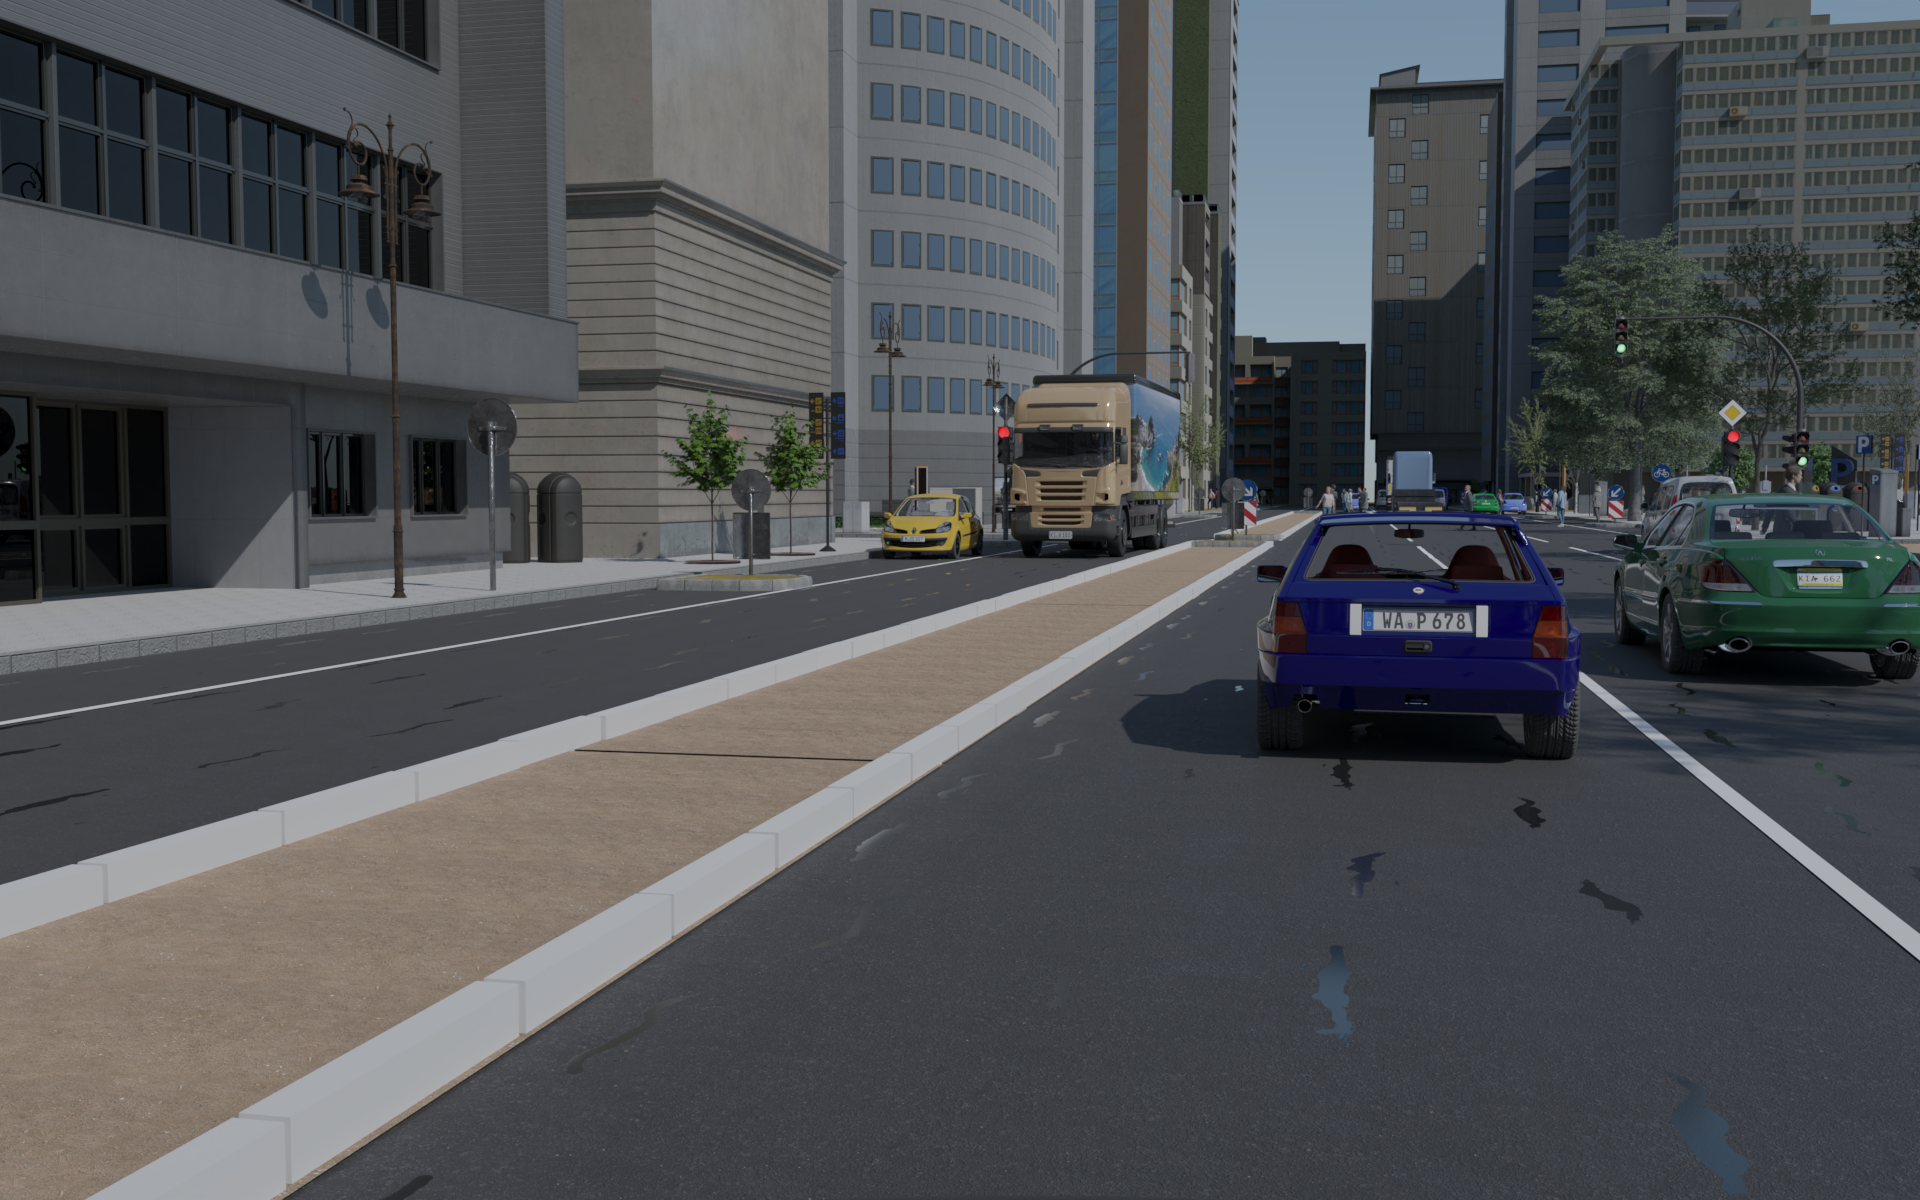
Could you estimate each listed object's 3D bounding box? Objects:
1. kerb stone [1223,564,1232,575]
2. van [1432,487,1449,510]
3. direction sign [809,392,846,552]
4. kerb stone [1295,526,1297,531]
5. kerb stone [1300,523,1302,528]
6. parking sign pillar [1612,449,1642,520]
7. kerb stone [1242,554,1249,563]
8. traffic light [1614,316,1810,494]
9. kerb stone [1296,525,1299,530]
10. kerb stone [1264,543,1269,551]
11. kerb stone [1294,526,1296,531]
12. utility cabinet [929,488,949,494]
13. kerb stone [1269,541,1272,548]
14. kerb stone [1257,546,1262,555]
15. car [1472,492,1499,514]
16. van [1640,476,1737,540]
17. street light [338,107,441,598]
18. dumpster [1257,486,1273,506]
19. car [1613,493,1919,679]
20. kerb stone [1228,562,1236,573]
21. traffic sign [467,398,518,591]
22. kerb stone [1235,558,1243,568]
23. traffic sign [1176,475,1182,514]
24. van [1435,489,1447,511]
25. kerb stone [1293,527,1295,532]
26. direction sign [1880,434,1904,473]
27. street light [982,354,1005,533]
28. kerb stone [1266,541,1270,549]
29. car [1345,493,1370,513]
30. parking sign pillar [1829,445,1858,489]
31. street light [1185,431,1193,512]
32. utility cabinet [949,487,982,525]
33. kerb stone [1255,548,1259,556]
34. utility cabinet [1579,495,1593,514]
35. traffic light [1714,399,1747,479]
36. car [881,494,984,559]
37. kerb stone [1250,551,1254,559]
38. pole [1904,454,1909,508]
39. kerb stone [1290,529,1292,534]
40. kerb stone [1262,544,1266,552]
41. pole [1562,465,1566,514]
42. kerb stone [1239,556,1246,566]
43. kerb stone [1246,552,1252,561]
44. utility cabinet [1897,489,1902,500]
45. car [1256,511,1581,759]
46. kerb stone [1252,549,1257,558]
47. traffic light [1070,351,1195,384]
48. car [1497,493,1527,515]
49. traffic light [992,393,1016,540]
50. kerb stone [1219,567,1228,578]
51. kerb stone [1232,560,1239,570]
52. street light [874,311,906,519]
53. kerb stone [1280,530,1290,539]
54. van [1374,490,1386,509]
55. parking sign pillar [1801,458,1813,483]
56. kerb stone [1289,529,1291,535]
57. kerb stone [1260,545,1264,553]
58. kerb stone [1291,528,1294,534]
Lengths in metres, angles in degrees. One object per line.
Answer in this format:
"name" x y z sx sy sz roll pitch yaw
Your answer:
"kerb stone" 4.579 -0.481 30.069 0.120 0.150 1.000 1 4 13
"van" 43.781 -9.460 159.048 2.240 2.365 5.245 1 4 13
"direction sign" -2.954 -2.850 38.601 0.876 3.537 0.379 1 4 19
"kerb stone" 12.393 -2.586 64.573 0.120 0.150 1.000 1 4 13
"kerb stone" 13.755 -2.959 70.596 0.120 0.150 1.000 1 4 13
"parking sign pillar" 33.681 -6.047 87.347 1.447 3.967 1.447 2 4 30
"kerb stone" 5.712 -0.785 35.068 0.120 0.150 1.000 1 4 13
"traffic light" 19.096 -4.246 44.098 4.771 5.953 1.251 1 4 13
"kerb stone" 12.840 -2.714 66.575 0.120 0.150 1.000 1 4 13
"kerb stone" 7.527 -1.276 43.066 0.120 0.150 1.000 1 4 13
"kerb stone" 12.167 -2.530 63.575 0.120 0.150 1.000 1 4 13
"utility cabinet" -0.499 -3.171 60.524 1.173 1.500 0.318 -1 4 -9
"kerb stone" 7.966 -1.398 45.068 0.120 0.150 1.000 1 4 13
"kerb stone" 6.835 -1.093 40.061 0.120 0.150 1.000 1 4 13
"car" 34.408 -6.436 114.025 1.959 1.807 4.718 1 4 12
"van" 17.557 -2.123 41.716 2.013 2.044 4.112 1 4 12
"street light" -6.934 -2.963 21.239 0.468 5.910 1.993 1 4 13
"dumpster" 32.881 -11.157 187.374 1.985 2.255 1.502 1 4 14
"car" 6.868 -0.197 15.020 2.131 1.459 4.920 1 4 13
"kerb stone" 4.810 -0.542 31.065 0.120 0.150 1.000 1 4 13
"traffic sign" -6.206 -1.397 22.941 0.768 2.556 0.104 1 4 18
"kerb stone" 5.256 -0.664 33.060 0.120 0.150 1.000 1 4 13
"traffic sign" 14.012 -6.854 112.171 0.768 2.556 0.104 1 4 20
"van" 40.812 -8.667 148.713 2.013 2.044 4.112 1 4 12
"kerb stone" 11.943 -2.470 62.578 0.120 0.150 1.000 1 4 13
"direction sign" 34.971 -4.468 65.042 0.876 3.537 0.379 0 4 -2
"street light" 1.111 -5.156 57.090 0.468 5.910 1.993 1 4 13
"kerb stone" 7.749 -1.338 44.065 0.120 0.150 1.000 1 4 13
"car" 30.400 -7.532 132.733 1.945 1.707 3.694 1 4 12
"parking sign pillar" 48.209 -6.487 94.531 1.447 3.967 1.447 3 5 39
"street light" 16.441 -9.254 124.089 0.468 5.910 1.993 1 4 13
"utility cabinet" 0.230 -2.996 57.664 0.318 1.500 1.173 -3 5 -41
"kerb stone" 6.609 -1.025 39.058 0.120 0.150 1.000 1 4 13
"utility cabinet" 41.127 -6.264 113.584 0.306 1.237 1.020 -3 5 -42
"traffic light" 22.921 -3.831 51.565 0.839 4.253 0.868 1 4 13
"car" -0.611 -1.791 39.510 2.015 1.641 3.980 1 4 12
"kerb stone" 6.156 -0.909 37.064 0.120 0.150 1.000 1 4 13
"pole" 48.399 -5.794 88.573 0.158 3.312 0.155 0 3 0
"kerb stone" 11.260 -2.287 59.588 0.120 0.150 1.000 1 4 13
"kerb stone" 7.293 -1.215 42.060 0.120 0.150 1.000 1 4 13
"pole" 37.984 -7.042 108.985 0.158 3.312 0.155 0 3 0
"kerb stone" 5.474 -0.723 34.062 0.120 0.150 1.000 1 4 13
"kerb stone" 5.933 -0.846 36.066 0.120 0.150 1.000 1 4 13
"utility cabinet" 42.634 -4.321 79.334 1.173 1.500 0.318 -2 4 -30
"car" 2.815 0.105 10.863 1.945 1.354 3.894 1 4 13
"kerb stone" 6.381 -0.968 38.061 0.120 0.150 1.000 1 4 13
"traffic light" 5.118 -4.950 55.606 4.771 5.953 1.251 1 4 13
"car" 38.438 -6.798 120.740 1.945 1.707 3.694 1 4 11
"traffic light" 1.293 -3.628 48.245 0.839 4.253 0.868 1 4 13
"kerb stone" 4.350 -0.420 29.062 0.120 0.150 1.000 1 4 13
"kerb stone" 5.019 -0.604 32.065 0.120 0.150 1.000 1 4 13
"street light" -1.764 -4.348 43.884 0.468 5.910 1.993 1 4 13
"kerb stone" 10.806 -2.165 57.591 0.120 0.150 1.000 1 4 13
"van" 40.328 -9.619 164.289 2.013 2.044 4.112 1 4 14
"parking sign pillar" 45.927 -6.471 94.273 1.447 3.967 1.447 0 4 8
"kerb stone" 11.037 -2.226 58.590 0.120 0.150 1.000 1 4 13
"kerb stone" 7.067 -1.154 41.058 0.120 0.150 1.000 1 4 13
"kerb stone" 11.503 -2.348 60.581 0.120 0.150 1.000 1 4 13
